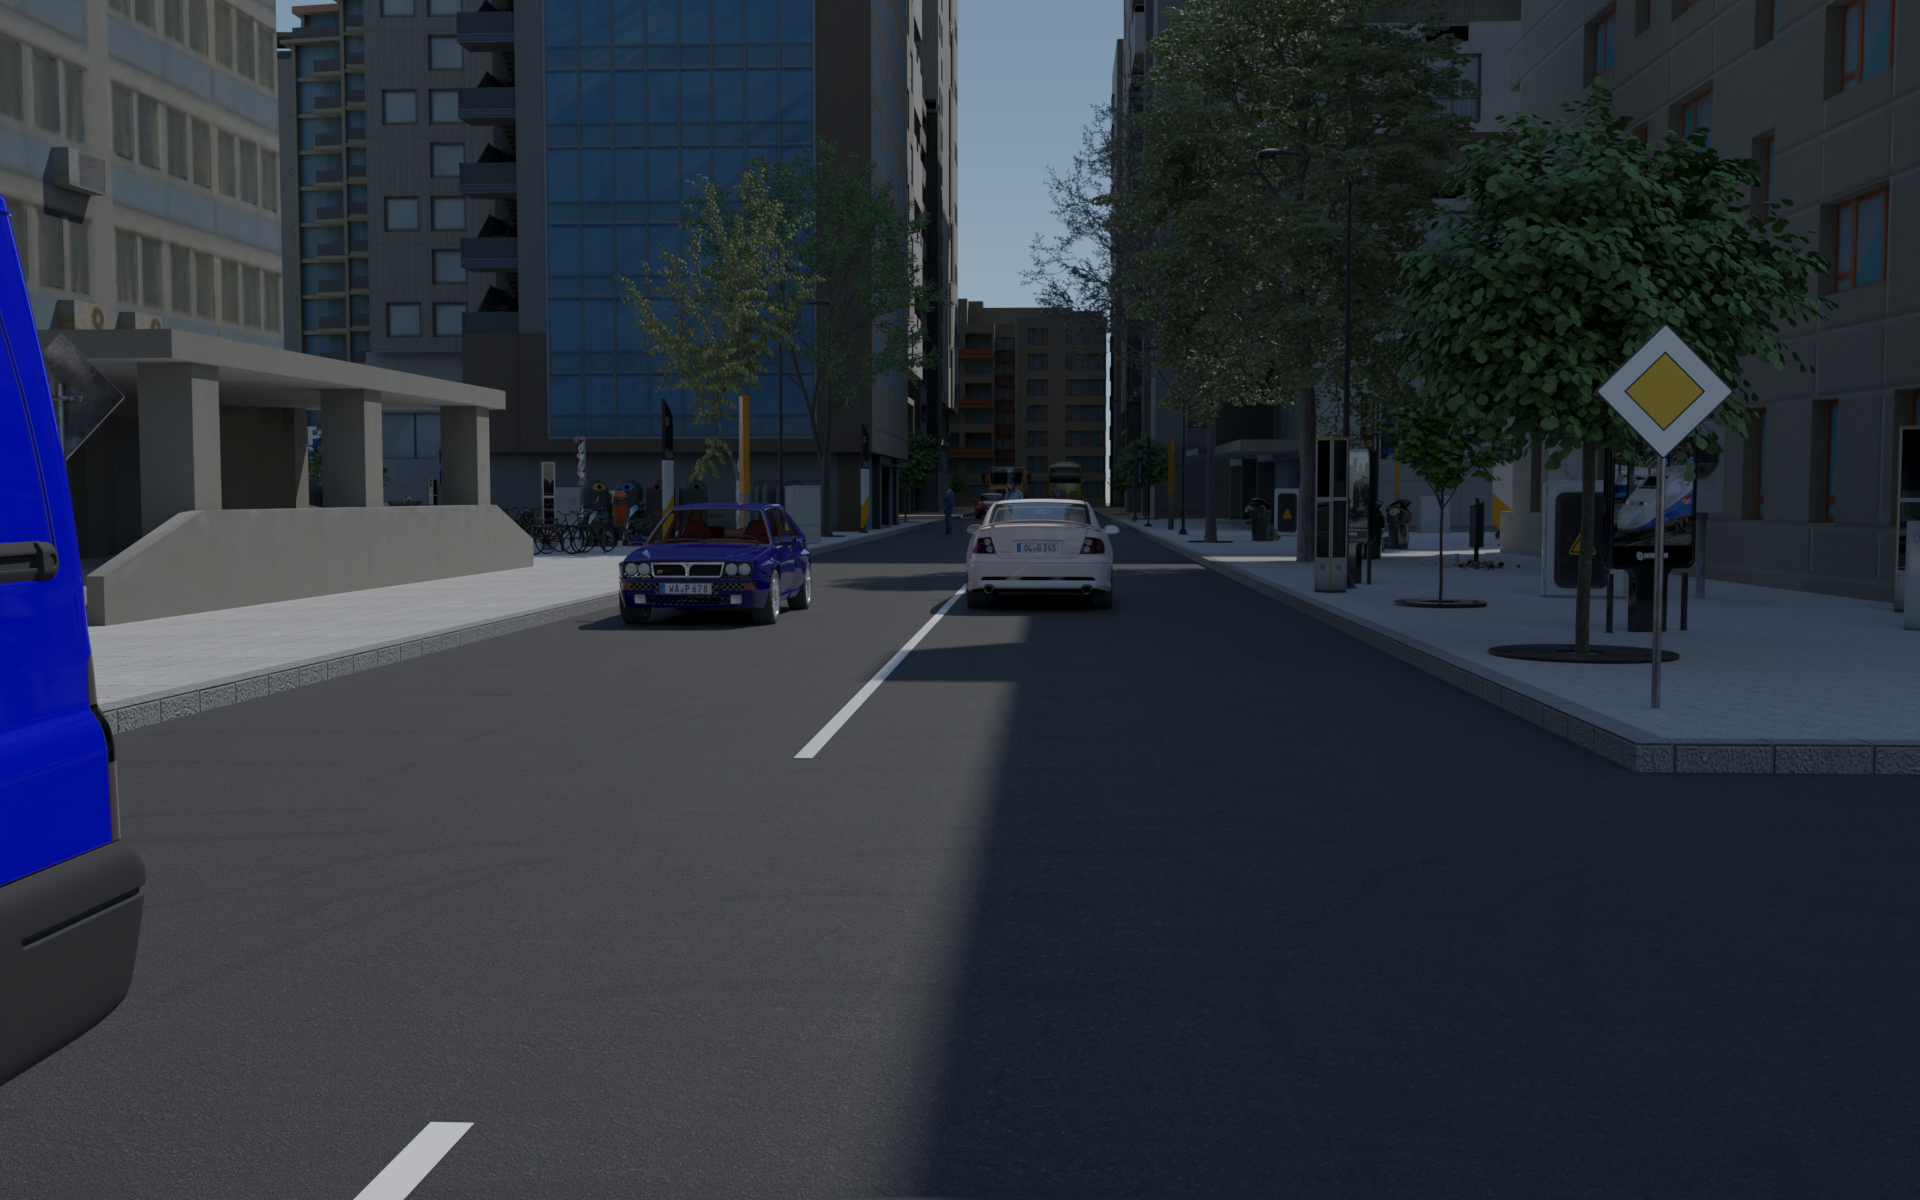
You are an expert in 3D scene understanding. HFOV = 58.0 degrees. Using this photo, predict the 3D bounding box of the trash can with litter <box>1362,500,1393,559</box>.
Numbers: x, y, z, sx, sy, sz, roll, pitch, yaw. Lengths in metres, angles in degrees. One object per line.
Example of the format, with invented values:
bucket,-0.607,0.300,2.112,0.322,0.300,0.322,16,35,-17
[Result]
trash can with litter,7.912,-1.399,34.262,0.624,1.170,1.055,-2,4,-26

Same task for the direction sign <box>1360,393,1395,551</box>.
direction sign,9.363,-2.867,38.865,0.876,3.537,0.379,3,5,44

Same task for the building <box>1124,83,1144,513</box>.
building,18.914,-21.613,125.071,14.160,30.474,14.107,0,4,3

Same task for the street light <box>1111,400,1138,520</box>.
street light,8.108,-6.897,85.314,1.470,5.913,1.316,0,4,3

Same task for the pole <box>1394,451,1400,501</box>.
pole,14.482,-3.885,57.368,0.158,3.312,0.155,0,3,0

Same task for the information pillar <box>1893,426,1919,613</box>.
information pillar,10.320,-0.870,18.722,0.304,2.012,0.304,3,5,39

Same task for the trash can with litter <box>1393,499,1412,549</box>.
trash can with litter,10.068,-1.774,40.398,0.624,1.170,1.055,-1,4,-17

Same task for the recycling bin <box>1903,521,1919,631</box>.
recycling bin,9.392,-0.226,16.252,0.722,1.027,0.722,-3,4,-37

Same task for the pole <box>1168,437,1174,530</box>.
pole,7.567,-4.174,62.085,0.158,3.312,0.155,0,3,0

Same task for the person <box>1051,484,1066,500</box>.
person,3.999,-3.777,70.067,0.655,1.846,0.447,1,4,16

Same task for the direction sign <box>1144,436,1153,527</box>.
direction sign,7.447,-4.673,68.401,0.379,3.537,0.876,0,4,1

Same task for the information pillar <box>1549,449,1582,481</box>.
information pillar,9.302,-2.158,26.642,0.504,3.616,0.183,0,4,7

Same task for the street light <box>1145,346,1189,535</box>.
street light,6.485,-5.005,54.373,1.470,5.913,1.316,0,4,3

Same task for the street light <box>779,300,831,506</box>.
street light,-3.773,-4.224,41.606,1.470,5.913,1.316,0,4,3

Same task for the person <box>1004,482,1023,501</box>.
person,1.633,-2.571,50.803,0.793,1.790,0.793,0,4,-5

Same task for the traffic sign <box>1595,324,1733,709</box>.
traffic sign,4.161,-0.408,10.307,0.795,2.450,0.064,0,4,3

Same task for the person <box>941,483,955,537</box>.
person,-0.378,-2.997,57.683,0.419,1.800,0.721,-1,4,-9

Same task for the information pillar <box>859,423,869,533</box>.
information pillar,-3.133,-4.013,56.969,0.183,3.616,0.504,1,4,22

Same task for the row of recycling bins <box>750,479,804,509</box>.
row of recycling bins,-5.261,-2.583,49.342,1.069,1.692,3.534,-2,4,-24

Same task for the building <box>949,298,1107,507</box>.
building,0.699,-20.761,184.487,28.899,21.520,27.650,0,4,3

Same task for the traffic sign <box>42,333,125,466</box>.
traffic sign,-5.617,-0.441,10.860,0.795,2.450,0.064,0,4,3

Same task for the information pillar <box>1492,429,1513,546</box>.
information pillar,13.412,-3.142,42.719,0.504,3.616,0.183,2,4,31

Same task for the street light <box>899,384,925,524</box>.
street light,-2.151,-6.142,72.955,1.470,5.913,1.316,0,4,3

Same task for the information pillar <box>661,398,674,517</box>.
information pillar,-7.184,-3.131,42.546,0.183,3.616,0.504,1,4,16

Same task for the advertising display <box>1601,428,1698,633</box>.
advertising display,6.407,-0.666,16.095,0.974,1.923,0.123,-1,4,-19

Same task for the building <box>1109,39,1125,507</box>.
building,26.185,-33.899,177.945,21.600,48.544,21.300,0,4,3

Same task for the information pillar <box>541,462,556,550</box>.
information pillar,-9.441,-2.156,39.738,0.304,2.012,0.304,-1,4,-17

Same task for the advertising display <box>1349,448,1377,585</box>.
advertising display,5.635,-1.204,24.892,0.123,1.923,0.974,-1,4,-22

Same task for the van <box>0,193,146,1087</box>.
van,-2.683,0.209,0.973,2.240,2.365,5.245,0,4,1

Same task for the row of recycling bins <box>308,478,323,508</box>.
row of recycling bins,-16.349,-2.173,42.643,3.534,1.692,1.069,1,4,14

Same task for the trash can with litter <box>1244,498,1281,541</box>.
trash can with litter,8.287,-2.196,47.293,0.624,1.170,1.055,3,5,41

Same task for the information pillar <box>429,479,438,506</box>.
information pillar,-25.782,-4.914,84.844,0.304,2.012,0.304,3,5,40

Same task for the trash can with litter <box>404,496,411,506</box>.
trash can with litter,-21.960,-3.541,68.948,1.678,1.210,2.233,-2,4,-29

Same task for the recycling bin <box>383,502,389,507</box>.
recycling bin,-17.490,-2.444,52.520,0.722,1.027,0.722,0,4,-2

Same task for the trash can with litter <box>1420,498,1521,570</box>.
trash can with litter,8.916,-1.170,30.194,1.678,1.210,2.233,1,4,14

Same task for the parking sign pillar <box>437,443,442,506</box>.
parking sign pillar,-19.587,-4.757,66.249,1.447,3.967,1.447,-2,4,-31

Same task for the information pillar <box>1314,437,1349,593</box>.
information pillar,4.828,-1.102,22.512,0.304,2.012,0.304,-2,4,-32

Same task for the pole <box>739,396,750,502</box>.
pole,-4.501,-2.589,36.173,0.158,3.312,0.155,0,3,0

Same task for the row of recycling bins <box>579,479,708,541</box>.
row of recycling bins,-8.729,-2.488,47.784,3.534,1.692,1.069,0,4,-3

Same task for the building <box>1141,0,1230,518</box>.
building,21.482,-34.307,102.923,21.231,58.520,28.212,0,4,3

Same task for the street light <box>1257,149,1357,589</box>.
street light,4.692,-3.113,23.441,1.470,5.913,1.316,0,4,3
